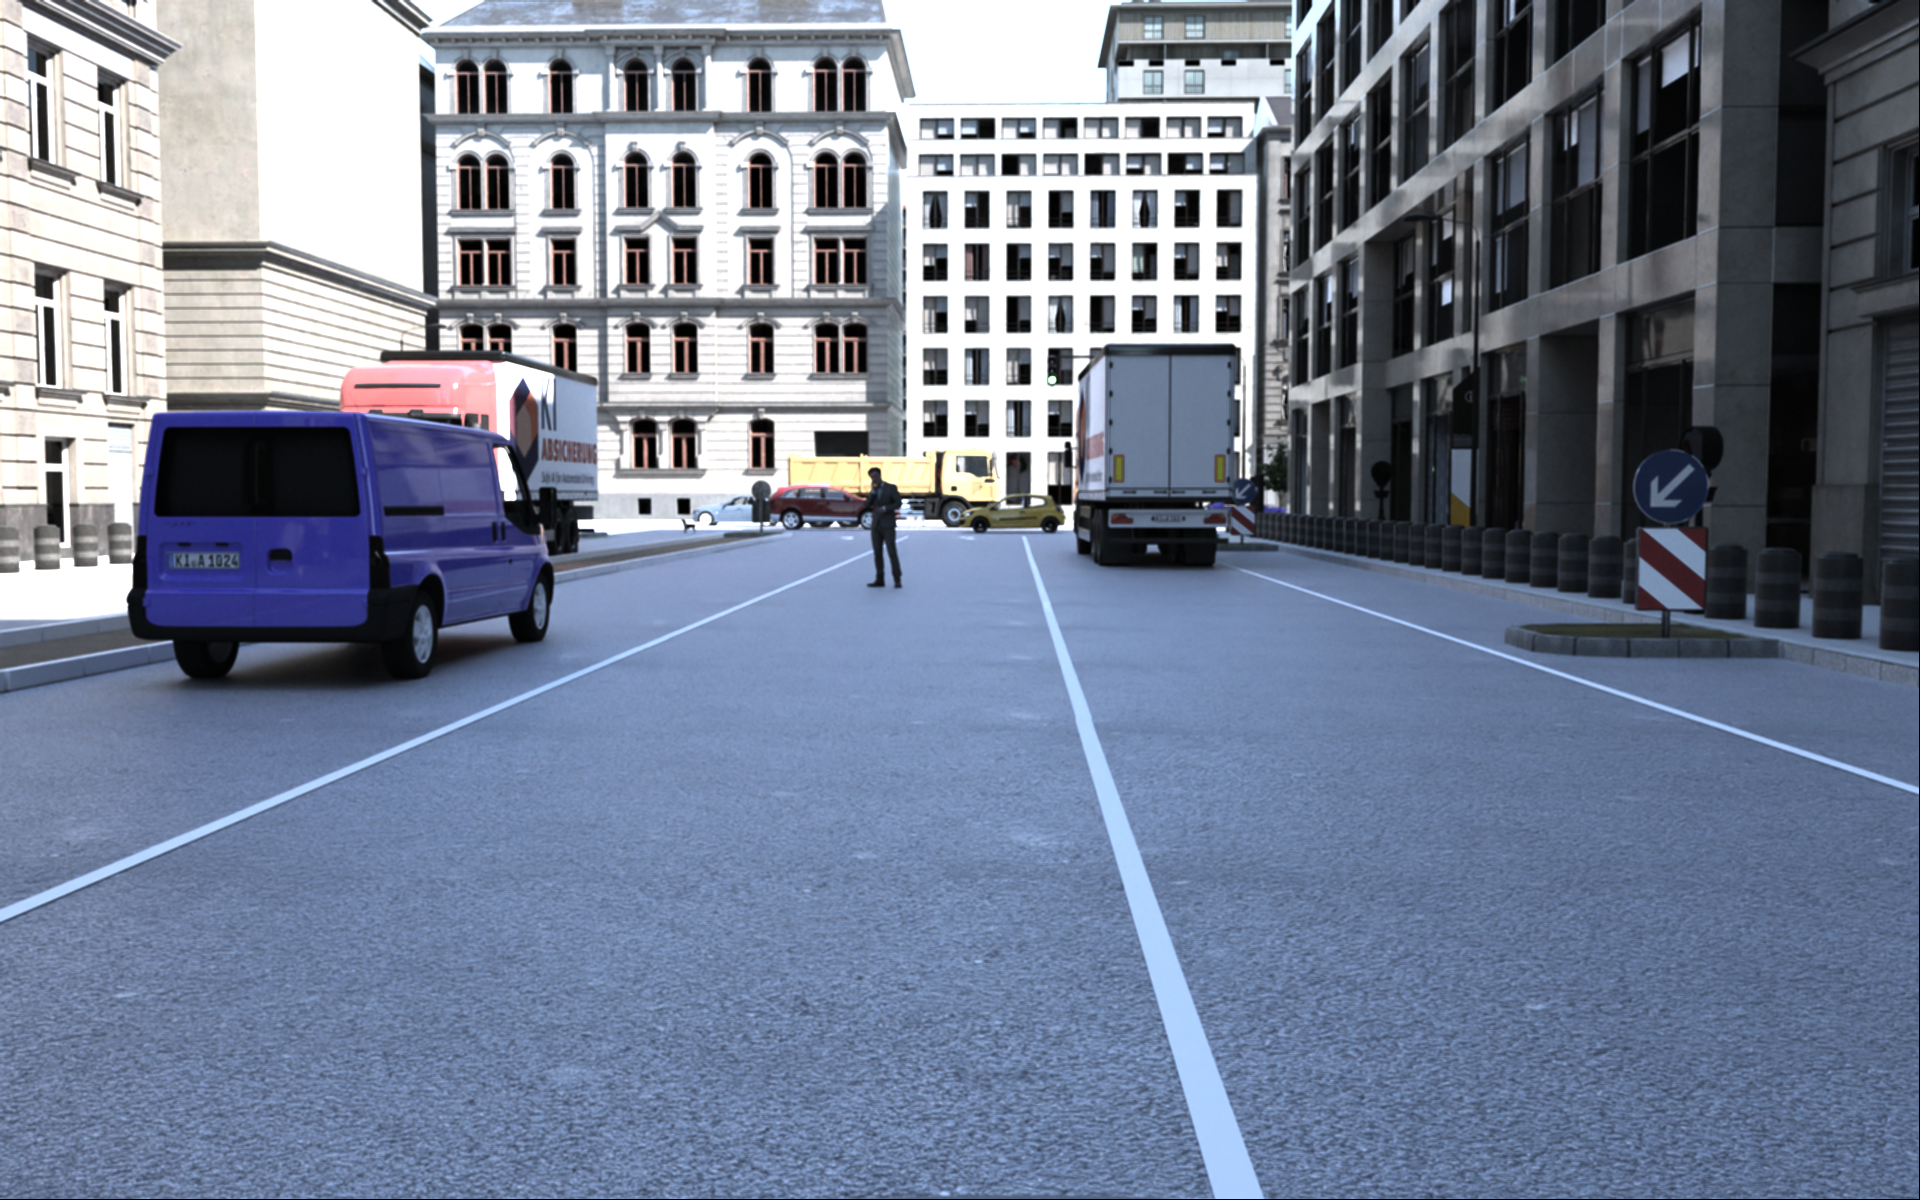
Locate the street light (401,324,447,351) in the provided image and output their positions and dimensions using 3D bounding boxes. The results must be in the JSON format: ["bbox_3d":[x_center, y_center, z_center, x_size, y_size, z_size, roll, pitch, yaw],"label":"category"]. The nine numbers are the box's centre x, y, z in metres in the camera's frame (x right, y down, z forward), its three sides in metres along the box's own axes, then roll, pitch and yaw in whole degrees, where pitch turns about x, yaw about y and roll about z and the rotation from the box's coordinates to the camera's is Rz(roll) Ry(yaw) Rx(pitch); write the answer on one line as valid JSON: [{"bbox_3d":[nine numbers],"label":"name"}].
[{"bbox_3d":[-14.700,-4.579,47.407,1.470,5.913,1.316,0,4,2],"label":"street light"}]

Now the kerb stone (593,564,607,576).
[{"bbox_3d":[-6.446,-0.510,30.531,0.120,0.150,1.000,0,4,2],"label":"kerb stone"}]

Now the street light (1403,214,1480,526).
[{"bbox_3d":[8.043,-3.445,28.871,1.470,5.913,1.316,0,4,2],"label":"street light"}]

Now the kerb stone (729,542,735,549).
[{"bbox_3d":[-6.029,-1.384,44.921,0.120,0.150,1.000,0,4,2],"label":"kerb stone"}]

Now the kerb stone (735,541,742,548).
[{"bbox_3d":[-5.999,-1.447,45.946,0.120,0.150,1.000,0,4,2],"label":"kerb stone"}]

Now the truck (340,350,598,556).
[{"bbox_3d":[-10.037,-2.888,36.128,2.839,4.237,11.283,0,4,1],"label":"truck"}]

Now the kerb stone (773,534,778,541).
[{"bbox_3d":[-5.789,-1.893,53.140,0.120,0.150,1.000,0,4,2],"label":"kerb stone"}]

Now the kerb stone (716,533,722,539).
[{"bbox_3d":[-7.833,-2.026,55.313,0.120,0.150,1.000,0,4,2],"label":"kerb stone"}]

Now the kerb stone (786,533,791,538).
[{"bbox_3d":[-5.702,-2.081,56.220,0.120,0.150,1.000,0,4,2],"label":"kerb stone"}]

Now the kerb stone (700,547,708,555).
[{"bbox_3d":[-6.140,-1.139,40.811,0.120,0.150,1.000,0,4,2],"label":"kerb stone"}]

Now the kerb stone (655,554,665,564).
[{"bbox_3d":[-6.288,-0.823,35.655,0.120,0.150,1.000,0,4,2],"label":"kerb stone"}]

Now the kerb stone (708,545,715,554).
[{"bbox_3d":[-6.118,-1.202,41.840,0.120,0.150,1.000,0,4,2],"label":"kerb stone"}]

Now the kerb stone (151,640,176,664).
[{"bbox_3d":[-6.876,0.436,15.115,0.120,0.150,1.000,0,4,2],"label":"kerb stone"}]

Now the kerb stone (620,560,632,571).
[{"bbox_3d":[-6.383,-0.632,32.581,0.120,0.150,1.000,0,4,2],"label":"kerb stone"}]

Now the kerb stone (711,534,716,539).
[{"bbox_3d":[-7.867,-1.963,54.289,0.120,0.150,1.000,0,4,2],"label":"kerb stone"}]

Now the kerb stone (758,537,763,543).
[{"bbox_3d":[-5.886,-1.704,50.055,0.120,0.150,1.000,0,4,2],"label":"kerb stone"}]

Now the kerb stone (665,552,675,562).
[{"bbox_3d":[-6.256,-0.883,36.684,0.120,0.150,1.000,0,4,2],"label":"kerb stone"}]

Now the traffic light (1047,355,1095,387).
[{"bbox_3d":[5.234,-5.025,56.830,4.771,5.953,1.251,0,4,2],"label":"traffic light"}]

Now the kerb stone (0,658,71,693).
[{"bbox_3d":[-6.937,0.559,13.061,0.120,0.150,1.000,0,4,2],"label":"kerb stone"}]

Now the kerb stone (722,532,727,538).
[{"bbox_3d":[-7.805,-2.087,56.342,0.120,0.150,1.000,0,4,2],"label":"kerb stone"}]

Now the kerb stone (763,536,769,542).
[{"bbox_3d":[-5.850,-1.767,51.080,0.120,0.150,1.000,0,4,2],"label":"kerb stone"}]

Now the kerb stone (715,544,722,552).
[{"bbox_3d":[-6.090,-1.264,42.869,0.120,0.150,1.000,0,4,2],"label":"kerb stone"}]

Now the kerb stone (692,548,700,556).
[{"bbox_3d":[-6.176,-1.075,39.773,0.120,0.150,1.000,0,4,2],"label":"kerb stone"}]

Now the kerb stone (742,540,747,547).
[{"bbox_3d":[-5.970,-1.515,46.970,0.120,0.150,1.000,0,4,2],"label":"kerb stone"}]

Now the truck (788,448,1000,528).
[{"bbox_3d":[-2.331,-4.773,73.957,9.791,3.379,3.469,0,4,1],"label":"truck"}]

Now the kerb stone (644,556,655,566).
[{"bbox_3d":[-6.320,-0.760,34.629,0.120,0.150,1.000,0,4,2],"label":"kerb stone"}]

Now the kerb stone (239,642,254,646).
[{"bbox_3d":[-6.847,0.370,16.145,0.120,0.150,1.000,0,4,2],"label":"kerb stone"}]

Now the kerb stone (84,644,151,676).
[{"bbox_3d":[-6.908,0.496,14.085,0.120,0.150,1.000,0,4,2],"label":"kerb stone"}]

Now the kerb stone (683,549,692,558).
[{"bbox_3d":[-6.213,-1.011,38.744,0.120,0.150,1.000,0,4,2],"label":"kerb stone"}]

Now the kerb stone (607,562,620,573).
[{"bbox_3d":[-6.418,-0.573,31.556,0.120,0.150,1.000,0,4,2],"label":"kerb stone"}]

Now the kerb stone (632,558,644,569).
[{"bbox_3d":[-6.350,-0.698,33.605,0.120,0.150,1.000,0,4,2],"label":"kerb stone"}]

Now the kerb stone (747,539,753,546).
[{"bbox_3d":[-5.943,-1.578,47.995,0.120,0.150,1.000,0,4,2],"label":"kerb stone"}]

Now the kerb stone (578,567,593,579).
[{"bbox_3d":[-6.470,-0.447,29.507,0.120,0.150,1.000,0,4,2],"label":"kerb stone"}]

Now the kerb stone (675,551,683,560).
[{"bbox_3d":[-6.231,-0.949,37.715,0.120,0.150,1.000,0,4,2],"label":"kerb stone"}]

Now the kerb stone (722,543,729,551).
[{"bbox_3d":[-6.057,-1.327,43.896,0.120,0.150,1.000,0,4,2],"label":"kerb stone"}]

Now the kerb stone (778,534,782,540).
[{"bbox_3d":[-5.761,-1.956,54.169,0.120,0.150,1.000,0,4,2],"label":"kerb stone"}]

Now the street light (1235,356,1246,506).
[{"bbox_3d":[8.774,-5.157,56.857,1.470,5.913,1.316,0,4,2],"label":"street light"}]

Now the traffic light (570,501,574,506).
[{"bbox_3d":[-12.876,-4.193,57.471,0.839,4.253,0.868,0,4,2],"label":"traffic light"}]

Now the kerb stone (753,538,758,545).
[{"bbox_3d":[-5.914,-1.641,49.022,0.120,0.150,1.000,0,4,2],"label":"kerb stone"}]

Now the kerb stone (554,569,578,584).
[{"bbox_3d":[-6.506,-0.382,28.482,0.120,0.150,1.000,0,4,2],"label":"kerb stone"}]

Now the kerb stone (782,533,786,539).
[{"bbox_3d":[-5.739,-2.018,55.194,0.120,0.150,1.000,0,4,2],"label":"kerb stone"}]

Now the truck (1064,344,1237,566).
[{"bbox_3d":[3.945,-2.996,37.892,2.839,4.237,11.283,0,4,0],"label":"truck"}]

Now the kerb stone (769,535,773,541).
[{"bbox_3d":[-5.824,-1.829,52.116,0.120,0.150,1.000,0,4,2],"label":"kerb stone"}]
